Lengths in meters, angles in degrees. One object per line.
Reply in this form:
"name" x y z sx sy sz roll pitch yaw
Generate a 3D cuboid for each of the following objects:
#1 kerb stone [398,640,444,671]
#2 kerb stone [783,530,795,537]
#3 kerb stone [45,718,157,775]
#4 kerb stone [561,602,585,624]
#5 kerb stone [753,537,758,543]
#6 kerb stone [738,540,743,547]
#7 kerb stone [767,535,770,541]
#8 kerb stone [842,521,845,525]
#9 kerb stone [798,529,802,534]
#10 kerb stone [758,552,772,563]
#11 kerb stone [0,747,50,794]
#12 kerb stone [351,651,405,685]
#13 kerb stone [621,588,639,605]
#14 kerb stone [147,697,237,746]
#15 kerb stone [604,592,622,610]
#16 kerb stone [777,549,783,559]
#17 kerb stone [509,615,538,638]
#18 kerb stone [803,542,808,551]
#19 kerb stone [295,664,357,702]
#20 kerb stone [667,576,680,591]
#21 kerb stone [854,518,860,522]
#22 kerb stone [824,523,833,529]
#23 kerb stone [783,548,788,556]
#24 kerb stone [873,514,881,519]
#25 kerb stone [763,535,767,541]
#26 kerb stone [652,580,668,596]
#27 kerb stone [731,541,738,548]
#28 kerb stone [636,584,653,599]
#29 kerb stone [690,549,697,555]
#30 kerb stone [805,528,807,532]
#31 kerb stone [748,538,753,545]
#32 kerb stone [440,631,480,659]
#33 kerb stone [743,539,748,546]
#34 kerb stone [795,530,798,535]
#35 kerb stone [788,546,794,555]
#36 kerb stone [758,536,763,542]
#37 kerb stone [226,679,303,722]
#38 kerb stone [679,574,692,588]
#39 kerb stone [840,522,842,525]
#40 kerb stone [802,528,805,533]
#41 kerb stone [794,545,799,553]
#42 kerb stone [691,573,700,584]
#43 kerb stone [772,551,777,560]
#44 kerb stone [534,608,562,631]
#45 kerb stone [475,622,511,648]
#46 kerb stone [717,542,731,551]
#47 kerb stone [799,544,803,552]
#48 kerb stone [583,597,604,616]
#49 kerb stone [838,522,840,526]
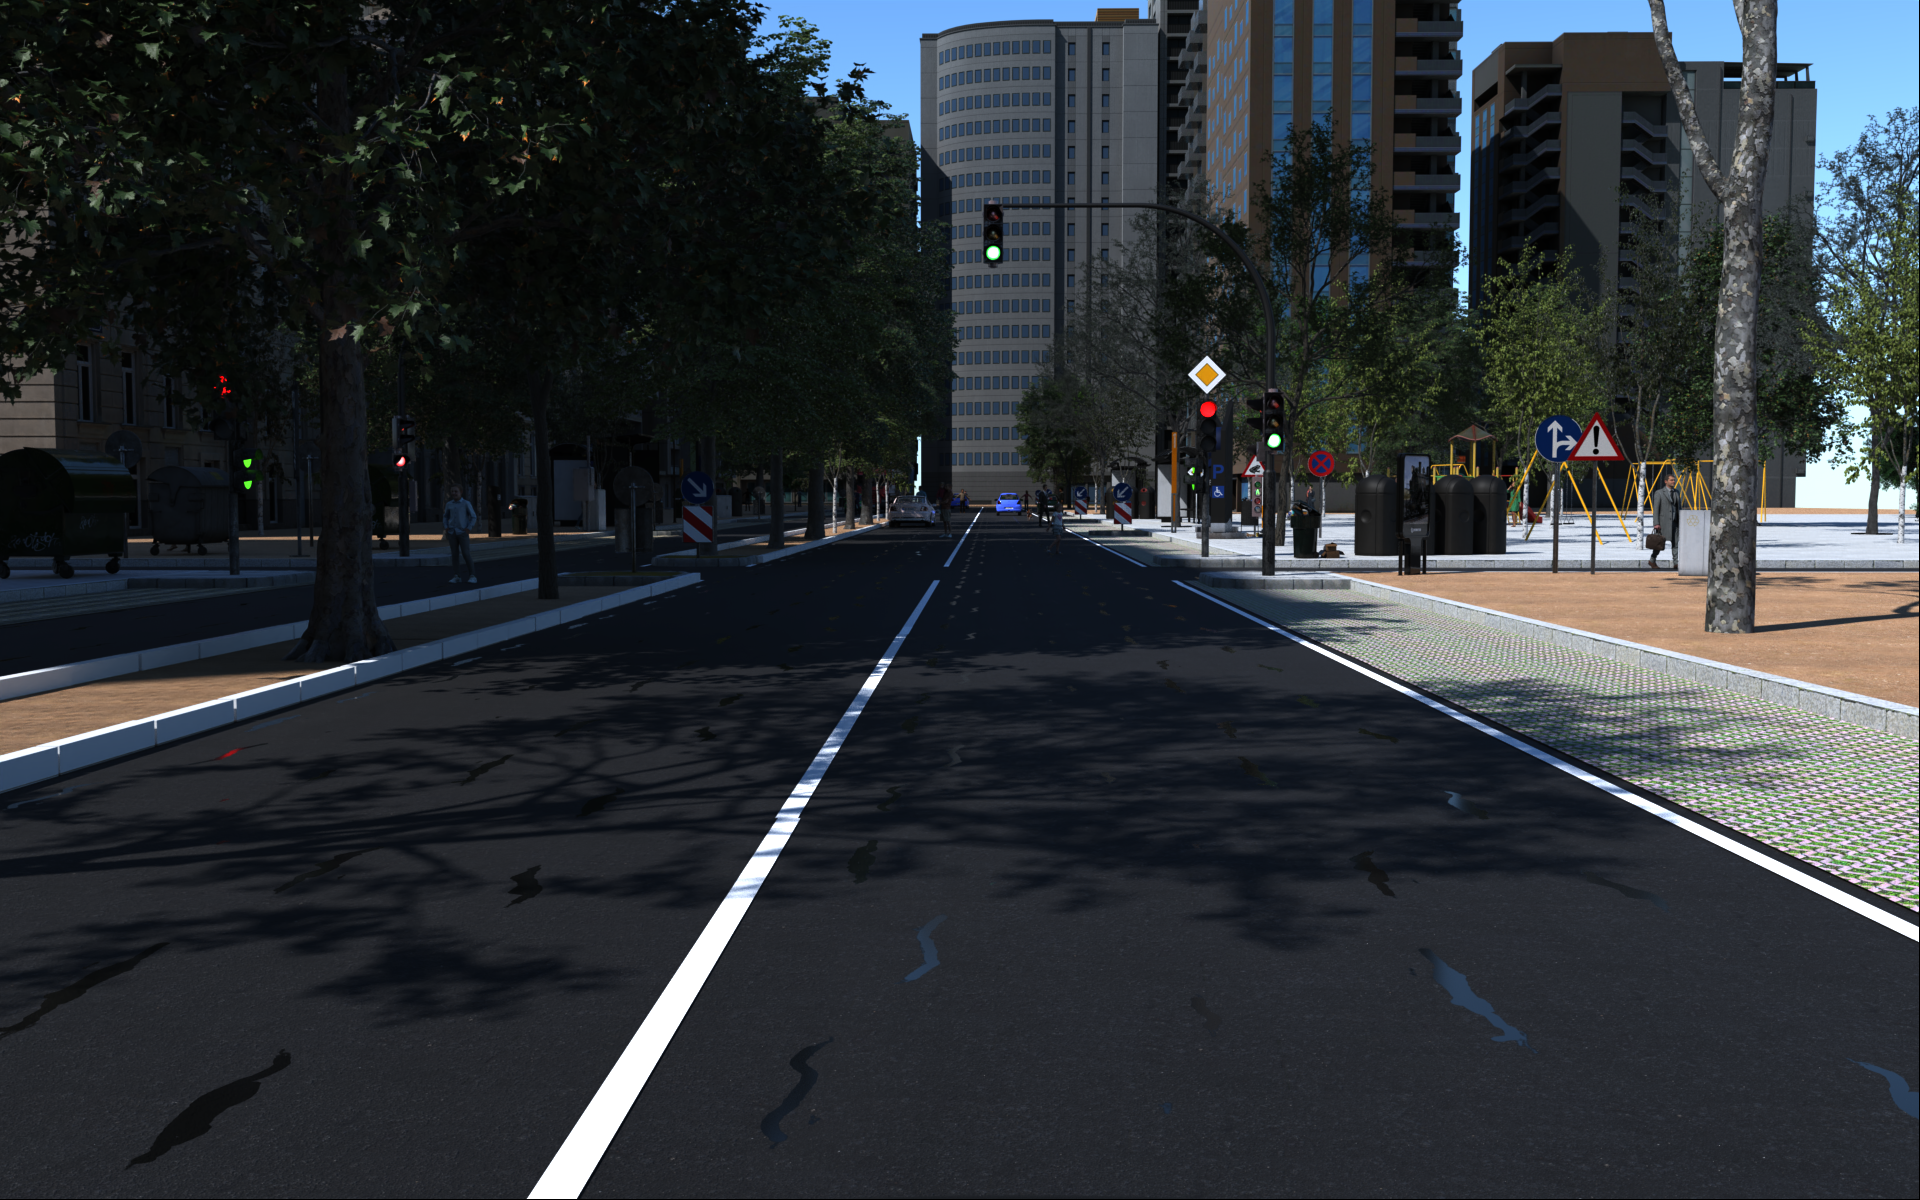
"kerb stone" -4.547 0.475 14.467 0.120 0.150 1.000 0 4 1
"kerb stone" -5.844 -2.257 59.091 0.120 0.150 1.000 0 4 1
"kerb stone" -4.636 0.787 9.323 0.120 0.150 1.000 0 4 1
"kerb stone" -4.449 0.160 19.583 0.120 0.150 1.000 0 4 1
"kerb stone" -6.004 -1.691 49.871 0.120 0.150 1.000 0 4 1
"kerb stone" -6.060 -1.494 46.784 0.120 0.150 1.000 0 4 1
"kerb stone" -5.955 -1.880 52.941 0.120 0.150 1.000 0 4 1
"kerb stone" -5.463 -3.508 79.609 0.120 0.150 1.000 0 4 1
"kerb stone" -5.798 -2.382 61.145 0.120 0.150 1.000 0 4 1
"kerb stone" -4.142 -0.874 36.478 0.120 0.150 1.000 0 4 1
"kerb stone" -4.649 0.850 8.298 0.120 0.150 1.000 0 4 1
"kerb stone" -4.562 0.539 13.445 0.120 0.150 1.000 0 4 1
"kerb stone" -4.401 -0.025 22.657 0.120 0.150 1.000 0 4 1
"kerb stone" -4.619 0.730 10.354 0.120 0.150 1.000 0 4 1
"kerb stone" -4.419 0.041 21.636 0.120 0.150 1.000 0 4 1
"kerb stone" -4.109 -0.995 38.523 0.120 0.150 1.000 0 4 1
"kerb stone" -4.493 0.291 17.533 0.120 0.150 1.000 0 4 1
"kerb stone" -4.017 -1.312 43.642 0.120 0.150 1.000 0 4 1
"kerb stone" -4.581 0.604 12.413 0.120 0.150 1.000 0 4 1
"kerb stone" -4.342 -0.217 25.738 0.120 0.150 1.000 0 4 1
"kerb stone" -5.281 -4.139 89.867 0.120 0.150 1.000 0 4 1
"kerb stone" -5.580 -3.130 73.463 0.120 0.150 1.000 0 4 1
"kerb stone" -4.095 -1.054 39.545 0.120 0.150 1.000 0 4 1
"kerb stone" -5.027 -5.020 104.267 0.120 0.150 1.000 0 4 1
"kerb stone" -5.976 -1.817 51.919 0.120 0.150 1.000 0 4 1
"kerb stone" -4.358 -0.154 24.708 0.120 0.150 1.000 0 4 1
"kerb stone" -6.073 -1.441 45.758 0.120 0.150 1.000 0 4 1
"kerb stone" -4.391 -0.091 23.685 0.120 0.150 1.000 0 4 1
"kerb stone" -6.186 -1.064 39.594 0.120 0.150 1.000 0 4 1
"kerb stone" -5.769 -2.508 63.199 0.120 0.150 1.000 0 4 1
"kerb stone" -6.025 -1.627 48.837 0.120 0.150 1.000 0 4 1
"kerb stone" -4.523 0.410 15.488 0.120 0.150 1.000 0 4 1
"kerb stone" -6.046 -1.566 47.806 0.120 0.150 1.000 0 4 1
"kerb stone" -5.826 -2.319 60.113 0.120 0.150 1.000 0 4 1
"kerb stone" -4.068 -1.124 40.571 0.120 0.150 1.000 0 4 1
"kerb stone" -5.982 -1.755 50.897 0.120 0.150 1.000 0 4 1
"kerb stone" -4.599 0.666 11.390 0.120 0.150 1.000 0 4 1
"kerb stone" -4.324 -0.279 26.759 0.120 0.150 1.000 0 4 1
"kerb stone" -5.505 -3.386 77.559 0.120 0.150 1.000 0 4 1
"kerb stone" -5.781 -2.445 62.167 0.120 0.150 1.000 0 4 1
"kerb stone" -4.054 -1.186 41.593 0.120 0.150 1.000 0 4 1
"kerb stone" -4.309 -0.339 27.787 0.120 0.150 1.000 0 4 1
"kerb stone" -4.131 -0.931 37.501 0.120 0.150 1.000 0 4 1
"kerb stone" -4.471 0.223 18.555 0.120 0.150 1.000 0 4 1
"kerb stone" -4.508 0.351 16.511 0.120 0.150 1.000 0 4 1
"kerb stone" -6.102 -1.378 44.730 0.120 0.150 1.000 0 4 1
"kerb stone" -4.037 -1.244 42.616 0.120 0.150 1.000 0 4 1
"kerb stone" -4.440 0.097 20.613 0.120 0.150 1.000 0 4 1
"kerb stone" -5.533 -3.321 76.537 0.120 0.150 1.000 0 4 1
